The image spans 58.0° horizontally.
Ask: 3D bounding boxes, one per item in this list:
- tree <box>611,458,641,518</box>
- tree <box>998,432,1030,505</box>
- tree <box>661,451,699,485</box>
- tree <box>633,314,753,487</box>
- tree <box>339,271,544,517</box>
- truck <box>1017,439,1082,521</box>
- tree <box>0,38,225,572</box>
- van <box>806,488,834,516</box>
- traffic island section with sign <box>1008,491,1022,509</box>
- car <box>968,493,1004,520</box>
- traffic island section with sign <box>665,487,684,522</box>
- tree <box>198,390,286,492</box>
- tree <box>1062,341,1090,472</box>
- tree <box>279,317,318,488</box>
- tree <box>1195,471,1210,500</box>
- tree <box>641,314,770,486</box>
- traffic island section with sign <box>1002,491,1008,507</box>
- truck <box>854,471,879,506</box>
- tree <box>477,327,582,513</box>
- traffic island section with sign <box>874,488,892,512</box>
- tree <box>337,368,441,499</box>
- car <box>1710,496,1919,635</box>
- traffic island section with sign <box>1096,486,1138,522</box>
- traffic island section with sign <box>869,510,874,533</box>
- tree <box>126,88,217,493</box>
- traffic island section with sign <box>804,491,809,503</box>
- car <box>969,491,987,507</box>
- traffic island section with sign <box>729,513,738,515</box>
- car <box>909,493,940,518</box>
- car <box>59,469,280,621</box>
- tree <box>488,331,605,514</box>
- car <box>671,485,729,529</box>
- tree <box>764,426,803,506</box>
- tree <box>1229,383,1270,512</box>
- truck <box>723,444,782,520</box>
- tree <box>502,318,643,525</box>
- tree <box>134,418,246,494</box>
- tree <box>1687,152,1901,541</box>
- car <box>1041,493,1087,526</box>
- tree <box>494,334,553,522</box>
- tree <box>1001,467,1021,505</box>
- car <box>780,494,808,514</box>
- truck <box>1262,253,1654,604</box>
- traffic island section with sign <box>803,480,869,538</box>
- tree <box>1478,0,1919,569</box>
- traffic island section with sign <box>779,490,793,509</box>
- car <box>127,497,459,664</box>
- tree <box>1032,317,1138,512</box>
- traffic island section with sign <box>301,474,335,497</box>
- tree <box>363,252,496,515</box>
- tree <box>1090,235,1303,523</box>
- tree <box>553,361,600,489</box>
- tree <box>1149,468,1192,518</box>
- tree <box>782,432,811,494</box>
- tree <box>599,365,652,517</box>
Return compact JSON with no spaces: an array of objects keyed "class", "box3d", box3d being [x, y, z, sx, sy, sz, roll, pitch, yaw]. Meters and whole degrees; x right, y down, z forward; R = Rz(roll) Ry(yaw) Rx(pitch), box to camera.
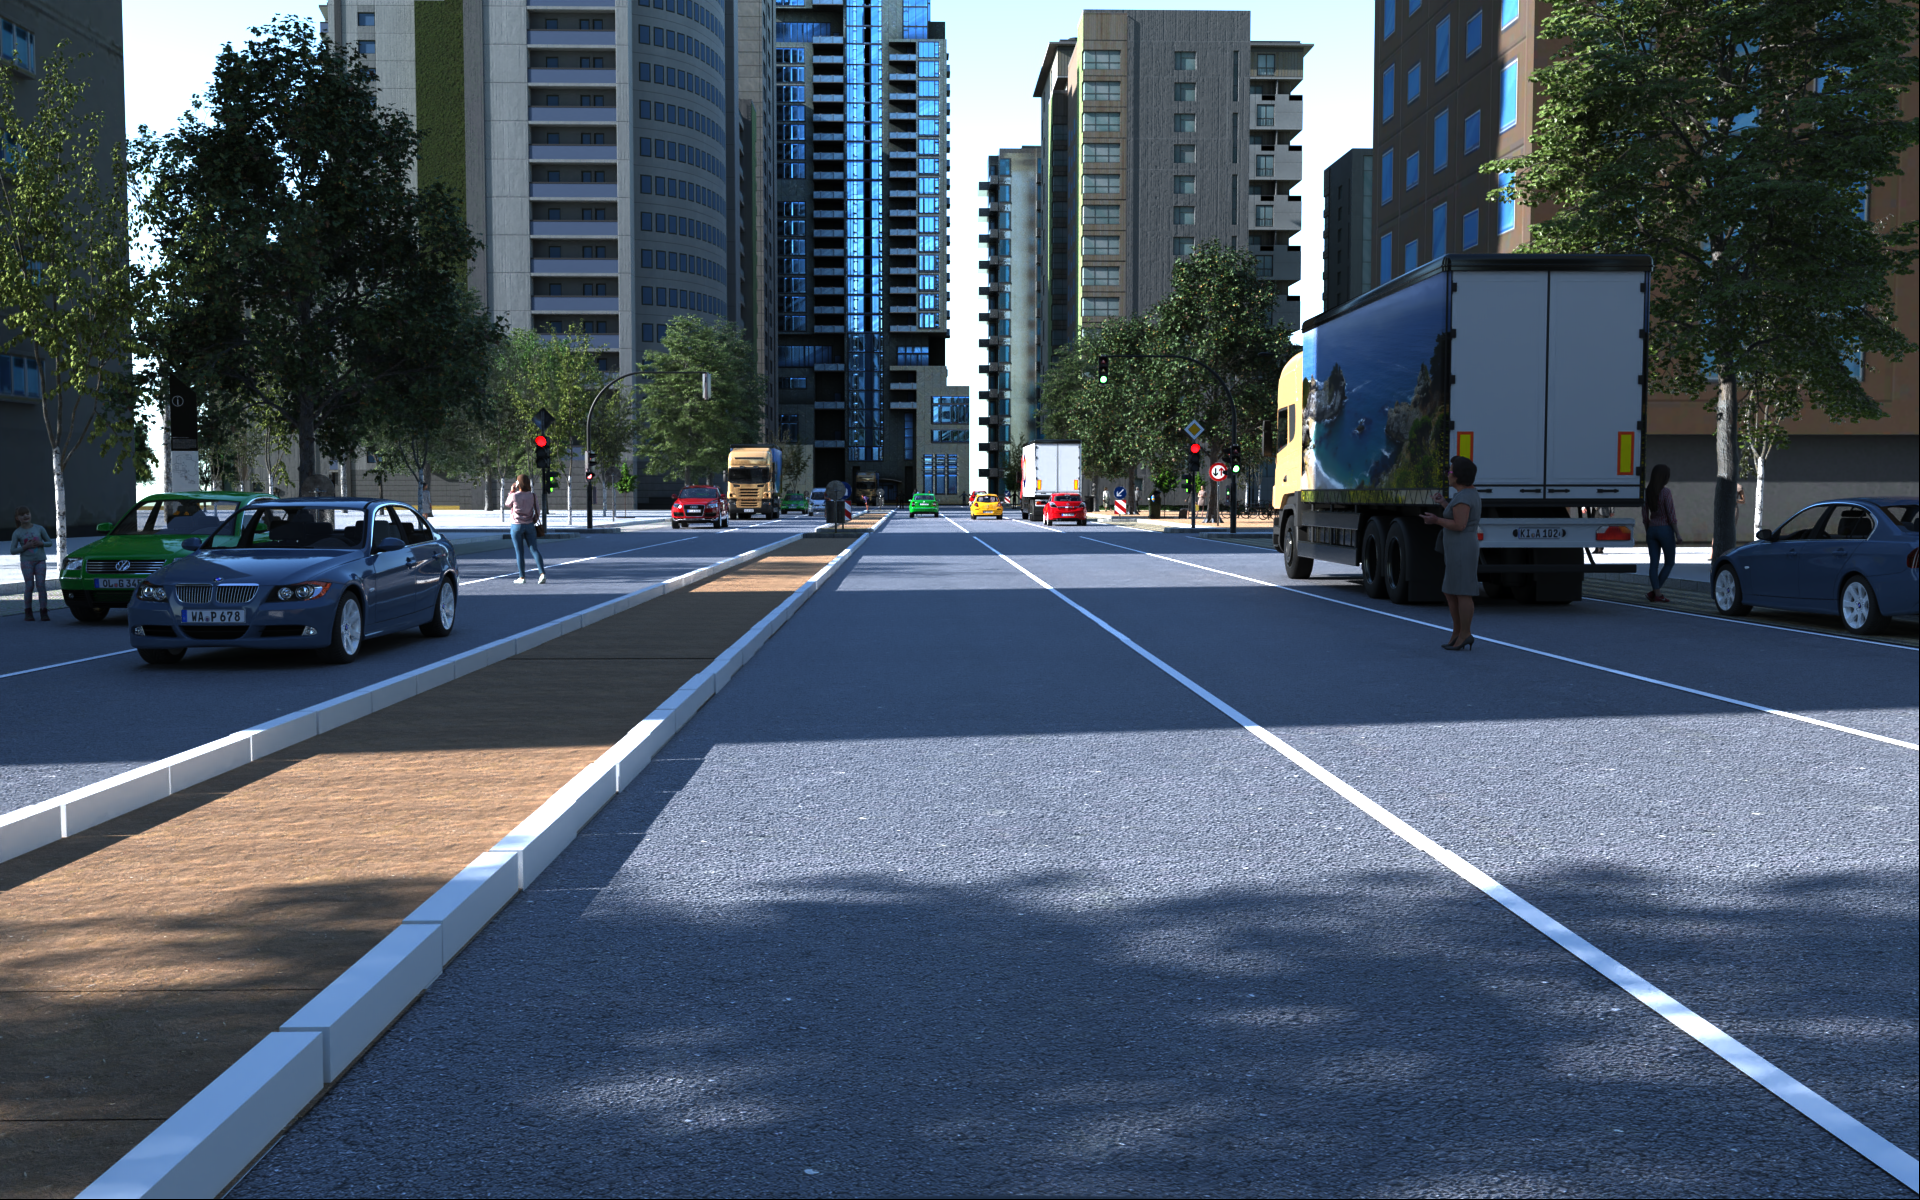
[{"class":"tree","box3d":[-17.688,-5.940,91.727,1.663,3.219,1.824,0,3,0]},{"class":"tree","box3d":[6.681,-15.509,203.940,4.737,8.622,4.395,0,3,0]},{"class":"tree","box3d":[-21.116,-11.352,135.960,4.737,8.622,4.395,0,3,0]},{"class":"tree","box3d":[-16.846,-11.697,109.371,7.486,12.596,7.792,0,3,0]},{"class":"tree","box3d":[-29.720,-11.592,96.184,9.857,13.997,8.962,0,3,0]},{"class":"truck","box3d":[4.805,-6.449,94.352,2.839,4.237,11.283,0,4,-2]},{"class":"tree","box3d":[-14.616,-4.766,28.280,4.737,8.622,4.395,0,3,0]},{"class":"van","box3d":[-9.138,-6.556,114.197,2.013,2.044,4.112,0,4,-4]},{"class":"traffic island section with sign","box3d":[5.904,-9.679,166.882,1.989,1.847,2.006,0,4,-2]},{"class":"car","box3d":[1.502,-5.394,98.409,2.015,1.641,3.980,0,4,-2]},{"class":"traffic island section with sign","box3d":[-14.138,-4.949,89.536,1.989,1.847,2.006,0,4,-2]},{"class":"tree","box3d":[-42.873,-9.387,103.834,4.360,8.622,3.978,0,3,0]},{"class":"tree","box3d":[10.596,-11.655,107.560,9.611,12.733,9.660,0,3,0]},{"class":"tree","box3d":[-26.105,-7.079,66.108,4.737,8.622,4.395,0,3,0]},{"class":"tree","box3d":[18.556,-8.628,135.676,1.663,3.219,1.824,0,3,0]},{"class":"tree","box3d":[-18.032,-13.297,124.062,9.857,13.997,8.962,0,3,0]},{"class":"traffic island section with sign","box3d":[5.146,-11.327,193.827,1.989,1.847,2.006,0,4,-2]},{"class":"truck","box3d":[-11.207,-13.509,209.780,2.839,4.237,11.283,0,4,-1]},{"class":"tree","box3d":[-29.495,-12.259,118.559,7.486,12.596,7.792,0,3,0]},{"class":"traffic island section with sign","box3d":[-6.434,-8.025,139.352,2.006,1.907,1.989,0,4,-2]},{"class":"tree","box3d":[-35.659,-10.553,106.959,8.767,10.594,7.601,0,4,2]},{"class":"car","box3d":[9.873,-0.416,18.801,2.014,1.417,4.499,0,4,-2]},{"class":"traffic island section with sign","box3d":[8.082,-4.949,89.538,1.989,1.847,2.006,0,4,-2]},{"class":"traffic island section with sign","box3d":[-4.311,-3.432,64.243,2.006,1.907,1.989,0,4,-2]},{"class":"tree","box3d":[-34.650,-13.636,78.837,12.611,20.169,13.585,0,3,0]},{"class":"traffic island section with sign","box3d":[-17.068,-11.294,193.284,1.989,1.847,2.006,0,4,-2]},{"class":"car","box3d":[2.149,-11.351,194.258,2.281,1.827,5.304,0,4,-2]},{"class":"traffic island section with sign","box3d":[-14.903,-6.605,116.626,1.989,1.847,2.006,0,4,-2]},{"class":"car","box3d":[-2.211,-6.004,106.954,1.959,1.807,4.718,0,4,-1]},{"class":"car","box3d":[-9.138,-0.742,20.923,1.959,1.807,4.718,0,4,-3]},{"class":"tree","box3d":[-26.229,-11.246,109.624,9.928,11.665,9.643,0,3,0]},{"class":"car","box3d":[-10.975,-3.956,73.353,2.281,1.827,5.304,0,4,-2]},{"class":"tree","box3d":[-19.375,-14.491,187.296,4.360,8.622,3.978,0,3,0]},{"class":"tree","box3d":[18.975,-9.972,113.402,4.360,8.622,3.978,0,3,0]},{"class":"truck","box3d":[-11.742,-6.754,99.335,2.839,4.237,11.283,0,4,-3]},{"class":"tree","box3d":[-16.490,-7.436,71.940,4.737,8.622,4.395,0,3,0]},{"class":"tree","box3d":[-58.474,-9.468,117.716,11.467,7.101,20.602,1,4,13]},{"class":"tree","box3d":[17.194,-5.274,36.596,4.360,8.622,3.978,0,3,0]},{"class":"car","box3d":[4.809,-4.313,79.554,2.155,1.783,4.494,0,4,0]},{"class":"tree","box3d":[-21.217,-7.926,79.949,4.360,8.622,3.978,0,3,0]},{"class":"tree","box3d":[6.691,-13.916,211.233,4.285,4.588,4.351,0,3,0]},{"class":"car","box3d":[-11.899,-7.083,124.609,1.959,1.807,4.718,0,4,-2]},{"class":"truck","box3d":[6.765,-2.256,25.805,2.839,4.237,11.283,0,4,-1]},{"class":"traffic island section with sign","box3d":[-4.112,-2.979,56.839,2.006,1.907,1.989,0,4,-2]},{"class":"tree","box3d":[12.364,-6.750,28.484,7.486,12.596,7.792,0,3,0]},{"class":"traffic island section with sign","box3d":[-16.295,-9.646,166.340,1.989,1.847,2.006,0,4,-2]},{"class":"car","box3d":[-6.011,-0.253,16.139,2.014,1.417,4.499,0,3,0]},{"class":"tree","box3d":[9.943,-13.432,126.276,9.857,13.997,8.962,0,3,0]},{"class":"traffic island section with sign","box3d":[-12.581,-1.525,33.555,1.989,1.847,2.006,0,4,-2]},{"class":"tree","box3d":[-16.207,-6.200,51.732,4.360,8.622,3.978,0,3,0]},{"class":"tree","box3d":[11.409,-9.781,76.926,9.611,12.733,9.660,0,3,0]},{"class":"tree","box3d":[-21.050,-8.288,85.873,4.360,8.622,3.978,0,3,0]},{"class":"tree","box3d":[10.962,-5.931,91.570,1.663,3.219,1.824,0,3,0]},{"class":"tree","box3d":[-19.774,-15.692,206.929,4.737,8.622,4.395,0,3,0]},{"class":"tree","box3d":[-19.712,-8.958,96.828,4.360,8.622,3.978,0,3,0]}]
